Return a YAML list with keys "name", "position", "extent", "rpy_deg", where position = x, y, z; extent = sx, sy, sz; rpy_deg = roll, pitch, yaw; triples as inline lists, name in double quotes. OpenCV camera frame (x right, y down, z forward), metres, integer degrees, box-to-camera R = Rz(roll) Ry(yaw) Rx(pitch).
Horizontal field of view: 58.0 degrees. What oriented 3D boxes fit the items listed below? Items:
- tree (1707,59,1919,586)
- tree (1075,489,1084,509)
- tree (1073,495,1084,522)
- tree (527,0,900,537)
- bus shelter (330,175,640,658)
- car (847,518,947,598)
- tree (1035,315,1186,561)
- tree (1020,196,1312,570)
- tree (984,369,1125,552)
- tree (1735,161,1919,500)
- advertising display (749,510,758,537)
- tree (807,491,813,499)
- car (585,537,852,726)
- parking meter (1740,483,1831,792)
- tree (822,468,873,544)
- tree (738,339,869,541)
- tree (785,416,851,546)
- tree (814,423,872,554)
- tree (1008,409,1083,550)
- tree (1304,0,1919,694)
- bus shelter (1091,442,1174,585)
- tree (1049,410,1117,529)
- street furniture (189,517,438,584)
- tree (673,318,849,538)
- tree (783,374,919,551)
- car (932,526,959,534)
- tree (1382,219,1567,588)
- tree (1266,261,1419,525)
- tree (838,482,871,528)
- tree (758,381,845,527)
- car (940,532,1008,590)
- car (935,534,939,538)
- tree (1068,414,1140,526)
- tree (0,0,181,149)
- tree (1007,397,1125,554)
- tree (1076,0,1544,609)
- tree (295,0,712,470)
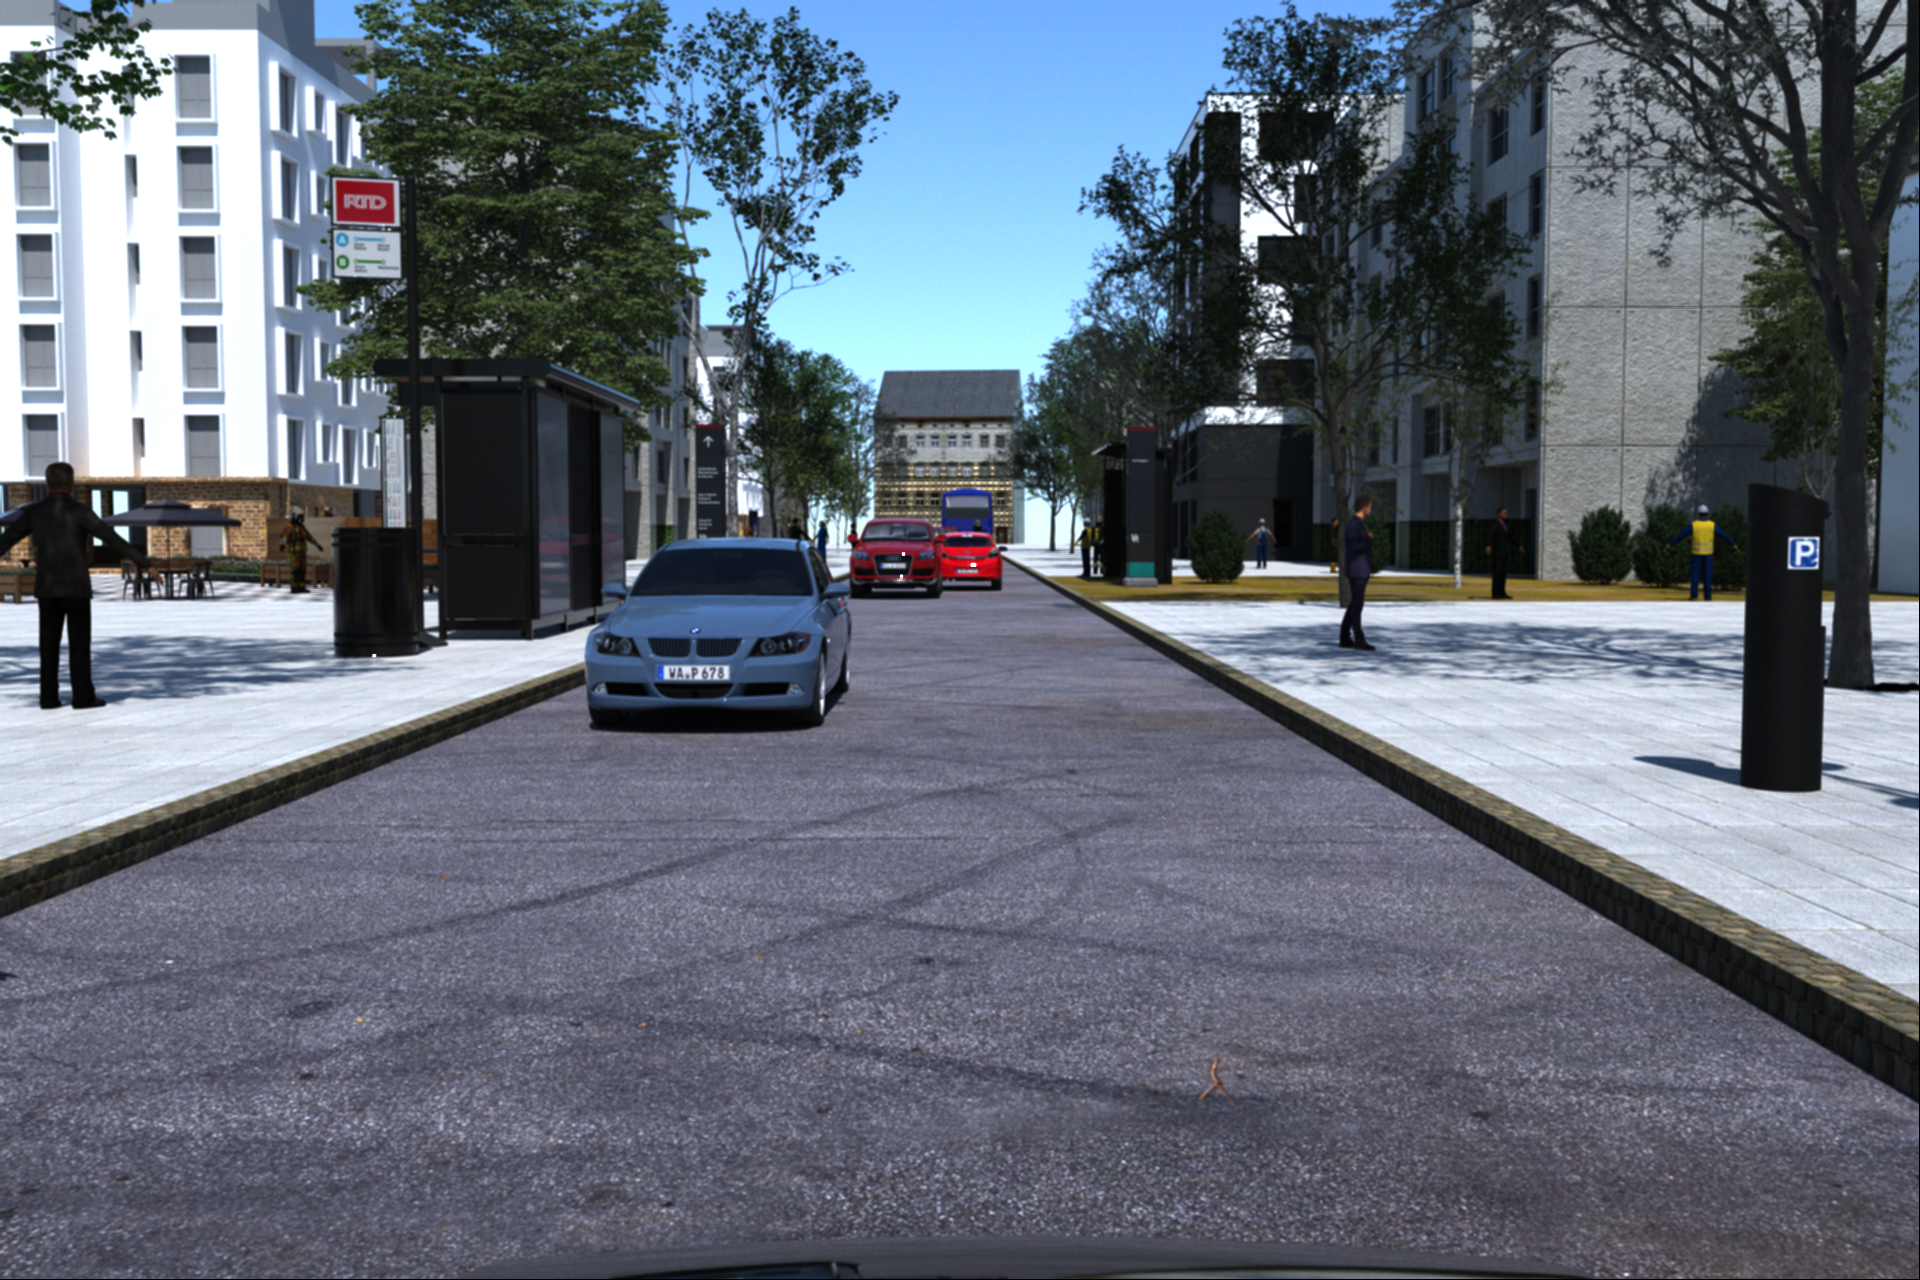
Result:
- name: "tree"
  position: [22.543, -7.616, 42.653]
  extent: [7.486, 12.596, 7.792]
  rpy_deg: [0, 3, 0]
- name: "tree"
  position: [18.510, -18.202, 223.364]
  extent: [9.928, 11.665, 9.643]
  rpy_deg: [0, 3, 0]
- name: "tree"
  position: [17.080, -17.162, 230.962]
  extent: [4.737, 8.622, 4.395]
  rpy_deg: [0, 3, 0]
- name: "tree"
  position: [-8.843, -12.525, 60.673]
  extent: [12.611, 20.169, 13.585]
  rpy_deg: [0, 3, 0]
- name: "bus shelter"
  position: [-5.963, -2.724, 22.173]
  extent: [2.179, 5.291, 8.768]
  rpy_deg: [0, 4, 0]
- name: "car"
  position: [-1.436, -1.935, 40.317]
  extent: [2.281, 1.827, 5.304]
  rpy_deg: [0, 4, 0]
- name: "tree"
  position: [7.106, -9.546, 81.835]
  extent: [9.928, 11.665, 9.643]
  rpy_deg: [0, 3, 0]
- name: "tree"
  position: [7.419, -9.286, 62.201]
  extent: [12.009, 13.543, 11.850]
  rpy_deg: [0, 3, 0]
- name: "tree"
  position: [6.853, -13.117, 124.840]
  extent: [12.009, 13.543, 11.850]
  rpy_deg: [0, 3, 0]
- name: "tree"
  position: [16.600, -5.109, 33.900]
  extent: [4.360, 8.622, 3.978]
  rpy_deg: [0, 3, 0]
- name: "advertising display"
  position: [-5.693, -2.602, 47.757]
  extent: [0.123, 1.923, 0.974]
  rpy_deg: [0, 4, 1]
- name: "tree"
  position: [-21.171, -16.813, 225.258]
  extent: [4.737, 8.622, 4.395]
  rpy_deg: [0, 3, 0]
- name: "car"
  position: [-1.882, -0.152, 14.480]
  extent: [2.014, 1.417, 4.499]
  rpy_deg: [0, 4, 0]
- name: "parking meter"
  position: [4.161, -0.020, 8.739]
  extent: [0.372, 1.533, 0.369]
  rpy_deg: [0, 3, 0]
- name: "tree"
  position: [-14.984, -18.100, 230.351]
  extent: [7.601, 10.594, 8.767]
  rpy_deg: [1, 4, 8]
- name: "tree"
  position: [-8.319, -10.200, 92.523]
  extent: [9.928, 11.665, 9.643]
  rpy_deg: [0, 3, 0]
- name: "tree"
  position: [-8.528, -9.262, 101.798]
  extent: [4.737, 8.622, 4.395]
  rpy_deg: [0, 3, 0]
- name: "tree"
  position: [-7.970, -10.019, 114.177]
  extent: [4.737, 8.622, 4.395]
  rpy_deg: [0, 3, 0]
- name: "tree"
  position: [7.481, -12.944, 137.386]
  extent: [9.928, 11.665, 9.643]
  rpy_deg: [0, 3, 0]
- name: "tree"
  position: [7.404, -6.352, 14.218]
  extent: [12.009, 13.543, 11.850]
  rpy_deg: [0, 3, 0]
- name: "bus shelter"
  position: [4.645, -3.413, 47.079]
  extent: [1.731, 3.624, 6.357]
  rpy_deg: [0, 3, 0]
- name: "tree"
  position: [7.299, -9.118, 99.434]
  extent: [4.360, 8.622, 3.978]
  rpy_deg: [0, 3, 0]
- name: "street furniture"
  position: [-17.758, -2.559, 48.697]
  extent: [11.010, 1.723, 9.812]
  rpy_deg: [-3, 5, -44]
- name: "tree"
  position: [-8.200, -8.560, 74.364]
  extent: [7.601, 10.594, 8.767]
  rpy_deg: [1, 4, 16]
- name: "tree"
  position: [-7.917, -13.459, 130.417]
  extent: [12.009, 13.543, 11.850]
  rpy_deg: [0, 3, 0]
- name: "car"
  position: [-0.842, -4.608, 84.009]
  extent: [2.281, 1.827, 5.304]
  rpy_deg: [0, 4, 0]
- name: "tree"
  position: [11.597, -5.542, 40.970]
  extent: [4.360, 8.622, 3.978]
  rpy_deg: [0, 3, 0]
- name: "tree"
  position: [10.457, -5.901, 46.849]
  extent: [4.360, 8.622, 3.978]
  rpy_deg: [0, 3, 0]
- name: "tree"
  position: [-13.681, -16.699, 223.388]
  extent: [4.737, 8.622, 4.395]
  rpy_deg: [0, 3, 0]
- name: "tree"
  position: [-7.939, -8.173, 83.992]
  extent: [4.737, 8.622, 4.395]
  rpy_deg: [0, 3, 0]
- name: "car"
  position: [0.185, -2.229, 45.486]
  extent: [2.155, 1.783, 4.494]
  rpy_deg: [0, 4, 0]
- name: "car"
  position: [-1.230, -3.537, 68.054]
  extent: [2.015, 1.641, 3.980]
  rpy_deg: [0, 4, 0]
- name: "tree"
  position: [7.227, -8.555, 90.233]
  extent: [4.360, 8.622, 3.978]
  rpy_deg: [0, 3, 0]
- name: "tree"
  position: [-8.042, -5.228, 11.240]
  extent: [9.928, 11.665, 9.643]
  rpy_deg: [0, 3, 0]
- name: "tree"
  position: [7.141, -10.772, 110.535]
  extent: [8.767, 10.594, 7.601]
  rpy_deg: [0, 4, 4]
- name: "tree"
  position: [6.509, -5.840, 29.891]
  extent: [8.767, 10.594, 7.601]
  rpy_deg: [-3, 5, -39]
- name: "tree"
  position: [-8.290, -6.989, 32.390]
  extent: [7.486, 12.596, 7.792]
  rpy_deg: [0, 3, 0]
